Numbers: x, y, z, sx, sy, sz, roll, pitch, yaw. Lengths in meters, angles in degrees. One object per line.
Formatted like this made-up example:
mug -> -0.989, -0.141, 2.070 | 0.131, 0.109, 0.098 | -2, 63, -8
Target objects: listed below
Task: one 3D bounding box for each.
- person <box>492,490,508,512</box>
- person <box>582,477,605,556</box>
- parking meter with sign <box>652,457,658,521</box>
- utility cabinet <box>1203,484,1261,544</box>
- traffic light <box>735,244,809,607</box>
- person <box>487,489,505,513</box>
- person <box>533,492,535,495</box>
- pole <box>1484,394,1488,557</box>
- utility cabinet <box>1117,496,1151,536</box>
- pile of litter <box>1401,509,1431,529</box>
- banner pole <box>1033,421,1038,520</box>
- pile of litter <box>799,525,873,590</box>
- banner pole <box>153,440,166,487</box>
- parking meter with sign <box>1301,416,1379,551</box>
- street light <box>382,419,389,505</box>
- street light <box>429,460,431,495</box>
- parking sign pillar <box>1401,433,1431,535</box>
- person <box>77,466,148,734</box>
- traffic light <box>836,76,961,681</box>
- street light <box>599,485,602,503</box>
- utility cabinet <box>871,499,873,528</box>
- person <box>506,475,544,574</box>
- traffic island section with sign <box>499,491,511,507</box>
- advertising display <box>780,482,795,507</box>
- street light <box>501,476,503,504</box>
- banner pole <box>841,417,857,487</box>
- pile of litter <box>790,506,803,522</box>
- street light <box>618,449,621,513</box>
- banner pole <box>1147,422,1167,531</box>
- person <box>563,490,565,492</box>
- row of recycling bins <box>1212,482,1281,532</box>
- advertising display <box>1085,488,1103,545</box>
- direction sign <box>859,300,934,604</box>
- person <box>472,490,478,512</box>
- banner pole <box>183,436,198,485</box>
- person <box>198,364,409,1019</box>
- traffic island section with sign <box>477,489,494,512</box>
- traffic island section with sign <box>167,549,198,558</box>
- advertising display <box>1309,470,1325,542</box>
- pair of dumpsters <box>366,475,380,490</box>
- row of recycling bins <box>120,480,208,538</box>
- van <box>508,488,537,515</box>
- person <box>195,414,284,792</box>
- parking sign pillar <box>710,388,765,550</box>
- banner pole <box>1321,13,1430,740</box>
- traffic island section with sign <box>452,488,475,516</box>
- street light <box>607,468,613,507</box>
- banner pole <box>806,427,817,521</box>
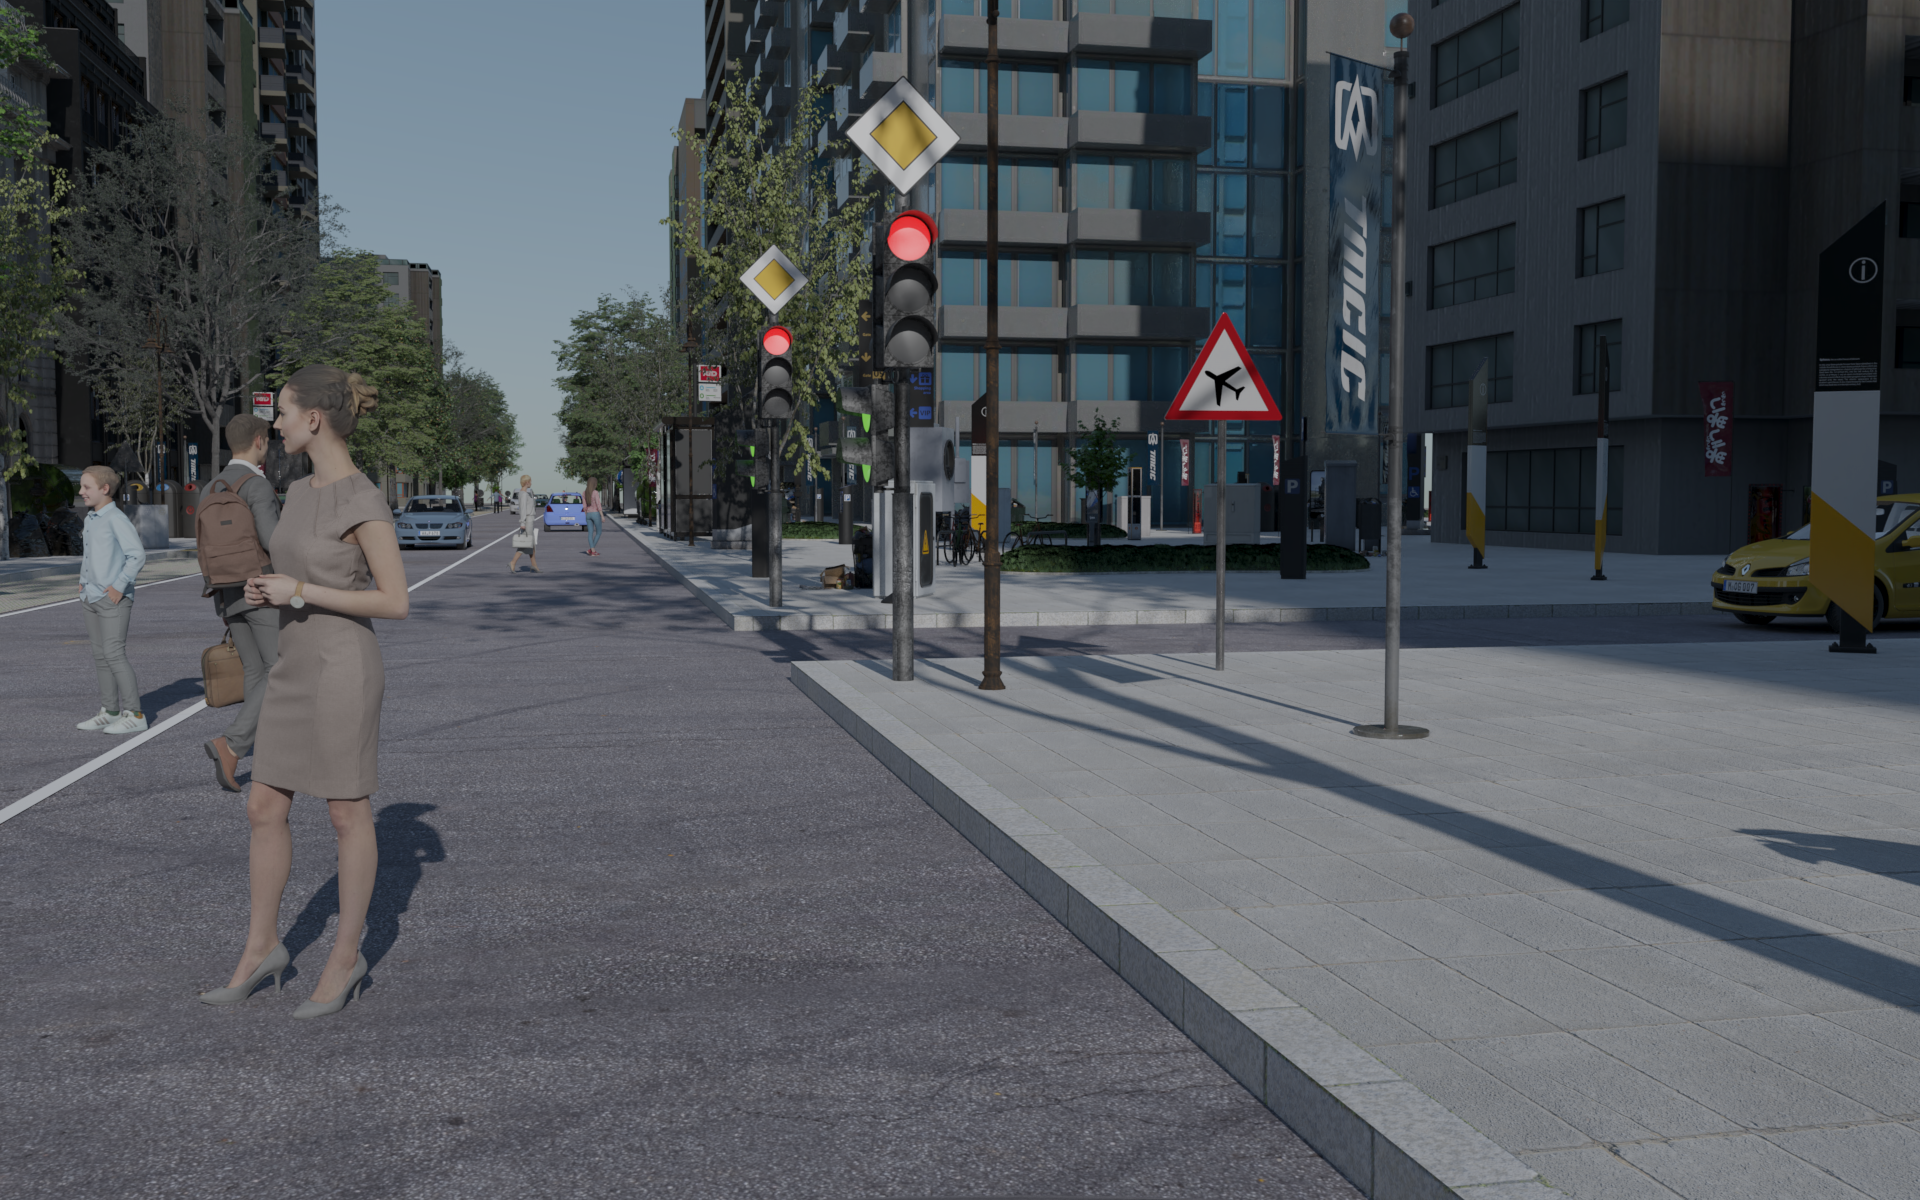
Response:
person -> -36.911, -7.935, 138.926 | 1.217, 1.739, 0.721 | -1, 4, -9
person -> -8.462, -1.930, 40.064 | 0.555, 1.821, 0.388 | 1, 4, 16
parking meter with sign -> -14.165, -5.343, 83.617 | 1.738, 3.016, 0.543 | -3, 5, -39
utility cabinet -> 5.726, -1.703, 36.518 | 1.173, 1.500, 0.318 | 2, 4, 35
traffic light -> -2.117, -1.877, 19.616 | 0.839, 4.253, 0.868 | -1, 4, -12
person -> -34.415, -7.340, 128.495 | 1.348, 1.826, 0.705 | -2, 4, -31
person -> -54.246, -12.900, 220.136 | 1.217, 1.743, 0.721 | -1, 4, -15
pole -> 10.603, -2.530, 35.202 | 0.158, 3.312, 0.155 | 0, 3, 0
utility cabinet -> 5.265, -2.530, 52.534 | 1.020, 1.237, 0.306 | -2, 4, -25
pile of litter -> 15.852, -2.835, 60.313 | 1.176, 0.858, 1.719 | -2, 4, -34
banner pole -> 2.562, -4.217, 58.960 | 0.401, 3.779, 0.863 | 1, 4, 11
pile of litter -> -1.414, -0.599, 23.753 | 1.719, 0.858, 1.176 | -1, 4, -13
banner pole -> -33.656, -5.064, 72.808 | 0.863, 3.779, 0.401 | 1, 4, 22
parking meter with sign -> 8.580, -2.614, 38.997 | 1.738, 3.016, 0.543 | 0, 4, 7
street light -> -30.433, -7.294, 92.040 | 0.468, 5.910, 1.993 | -1, 4, -12
street light -> -35.809, -8.817, 116.944 | 0.468, 5.910, 1.993 | -1, 4, -12
parking sign pillar -> 14.340, -4.035, 54.451 | 1.447, 3.967, 1.447 | 1, 4, 20
person -> -5.193, -0.013, 10.528 | 0.330, 1.601, 0.589 | -3, 5, -44
traffic light -> -0.410, -1.400, 11.814 | 0.839, 4.253, 0.868 | -1, 4, -12
street light -> -40.527, -13.724, 197.173 | 0.468, 5.910, 1.993 | -1, 4, -12
utility cabinet -> -1.257, -1.008, 27.647 | 0.306, 1.237, 1.020 | 0, 4, -5
person -> -7.879, -1.373, 31.308 | 0.624, 1.780, 0.694 | 0, 4, -5
traffic island section with sign -> -50.984, -11.436, 195.608 | 1.989, 1.847, 2.006 | -1, 4, -12
advertising display -> -9.242, -5.347, 92.634 | 0.974, 1.923, 0.123 | -3, 5, -40
street light -> -59.051, -15.314, 223.173 | 0.468, 5.910, 1.993 | -1, 4, -12
banner pole -> -3.622, -4.047, 56.191 | 0.401, 3.779, 0.863 | 3, 4, 38
pile of litter -> -5.852, -2.972, 62.555 | 1.719, 0.858, 1.176 | -1, 4, -23
street light -> -23.052, -8.823, 117.049 | 0.468, 5.910, 1.993 | -1, 4, -12
banner pole -> 6.824, -4.290, 60.151 | 0.863, 3.779, 0.401 | -2, 4, -30
person -> -33.886, -8.482, 147.710 | 0.750, 1.759, 0.617 | -3, 5, -44
row of recycling bins -> 9.847, -3.151, 58.638 | 3.534, 1.692, 1.069 | -2, 4, -27
advertising display -> 3.231, -2.235, 41.761 | 0.123, 1.923, 0.974 | -1, 4, -14
direction sign -> -0.743, -1.731, 20.300 | 0.876, 3.537, 0.379 | 0, 4, -5
person -> -39.192, -7.996, 139.924 | 0.721, 1.739, 1.217 | -2, 4, -31
banner pole -> -33.024, -5.158, 74.347 | 0.863, 3.779, 0.401 | 1, 4, 16
person -> -1.807, 0.249, 4.768 | 0.599, 1.781, 0.374 | 3, 4, 37
traffic island section with sign -> -39.194, -8.137, 141.664 | 1.989, 1.847, 2.006 | -1, 4, -12
traffic island section with sign -> -16.852, -1.891, 39.539 | 1.989, 1.847, 2.006 | -1, 4, -12
advertising display -> 9.797, -2.505, 46.176 | 0.974, 1.923, 0.123 | 2, 4, 32
pair of dumpsters -> -30.551, -5.250, 88.327 | 1.574, 2.255, 4.437 | -1, 4, -12
row of recycling bins -> -22.638, -2.647, 50.399 | 3.534, 1.692, 1.069 | 0, 4, 1
van -> -30.787, -7.031, 121.970 | 2.013, 2.044, 4.112 | -1, 4, -12
person -> -3.548, -0.009, 8.610 | 0.622, 1.834, 0.822 | 1, 4, 22
parking sign pillar -> -5.139, -3.190, 40.624 | 1.447, 3.967, 1.447 | -2, 4, -23
banner pole -> 2.130, -1.159, 8.971 | 0.863, 3.779, 0.401 | -3, 5, -42
traffic island section with sign -> -33.427, -6.526, 115.330 | 1.989, 1.847, 2.006 | -1, 4, -12
street light -> -28.479, -10.346, 141.941 | 0.468, 5.910, 1.993 | -1, 4, -12
banner pole -> -5.526, -4.572, 64.761 | 0.401, 3.779, 0.863 | 2, 4, 33
